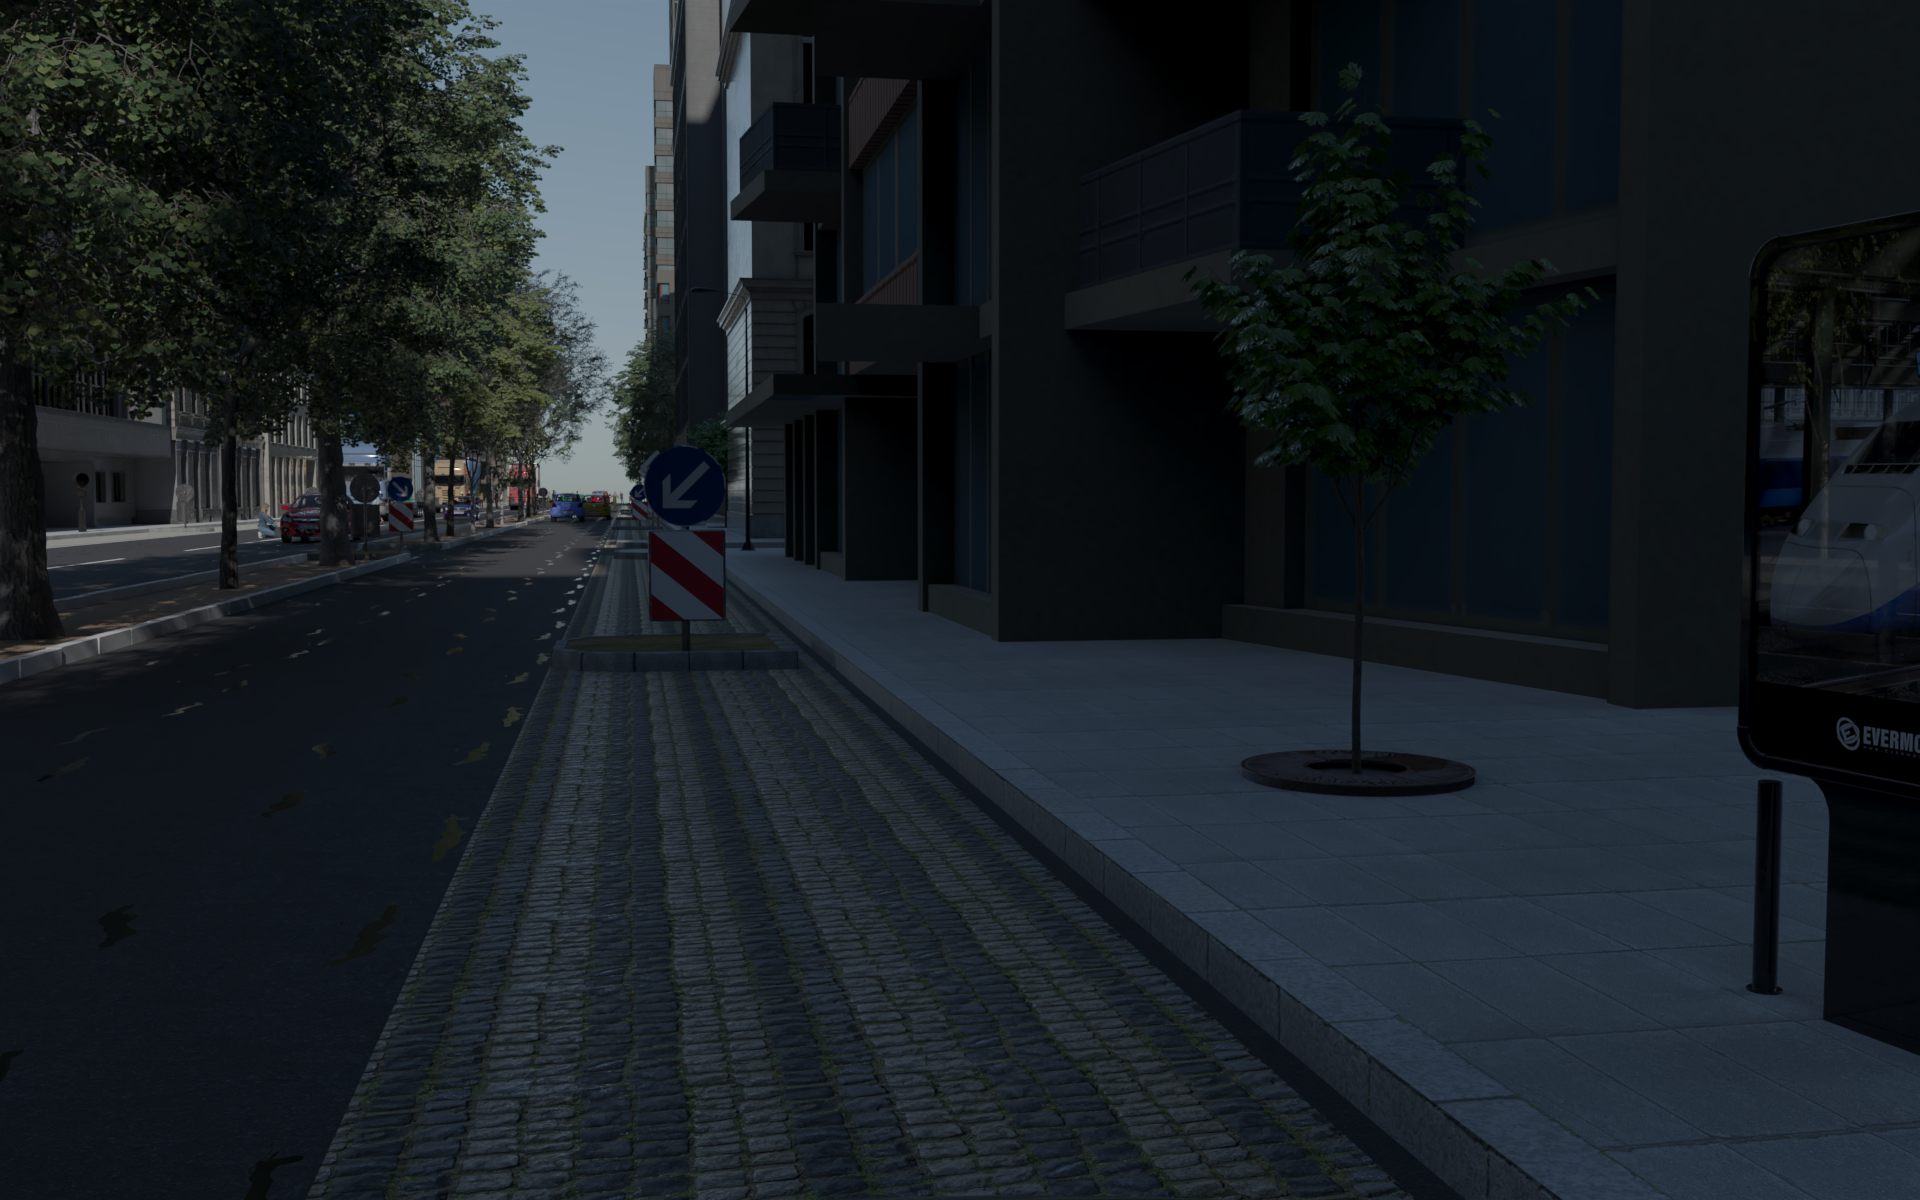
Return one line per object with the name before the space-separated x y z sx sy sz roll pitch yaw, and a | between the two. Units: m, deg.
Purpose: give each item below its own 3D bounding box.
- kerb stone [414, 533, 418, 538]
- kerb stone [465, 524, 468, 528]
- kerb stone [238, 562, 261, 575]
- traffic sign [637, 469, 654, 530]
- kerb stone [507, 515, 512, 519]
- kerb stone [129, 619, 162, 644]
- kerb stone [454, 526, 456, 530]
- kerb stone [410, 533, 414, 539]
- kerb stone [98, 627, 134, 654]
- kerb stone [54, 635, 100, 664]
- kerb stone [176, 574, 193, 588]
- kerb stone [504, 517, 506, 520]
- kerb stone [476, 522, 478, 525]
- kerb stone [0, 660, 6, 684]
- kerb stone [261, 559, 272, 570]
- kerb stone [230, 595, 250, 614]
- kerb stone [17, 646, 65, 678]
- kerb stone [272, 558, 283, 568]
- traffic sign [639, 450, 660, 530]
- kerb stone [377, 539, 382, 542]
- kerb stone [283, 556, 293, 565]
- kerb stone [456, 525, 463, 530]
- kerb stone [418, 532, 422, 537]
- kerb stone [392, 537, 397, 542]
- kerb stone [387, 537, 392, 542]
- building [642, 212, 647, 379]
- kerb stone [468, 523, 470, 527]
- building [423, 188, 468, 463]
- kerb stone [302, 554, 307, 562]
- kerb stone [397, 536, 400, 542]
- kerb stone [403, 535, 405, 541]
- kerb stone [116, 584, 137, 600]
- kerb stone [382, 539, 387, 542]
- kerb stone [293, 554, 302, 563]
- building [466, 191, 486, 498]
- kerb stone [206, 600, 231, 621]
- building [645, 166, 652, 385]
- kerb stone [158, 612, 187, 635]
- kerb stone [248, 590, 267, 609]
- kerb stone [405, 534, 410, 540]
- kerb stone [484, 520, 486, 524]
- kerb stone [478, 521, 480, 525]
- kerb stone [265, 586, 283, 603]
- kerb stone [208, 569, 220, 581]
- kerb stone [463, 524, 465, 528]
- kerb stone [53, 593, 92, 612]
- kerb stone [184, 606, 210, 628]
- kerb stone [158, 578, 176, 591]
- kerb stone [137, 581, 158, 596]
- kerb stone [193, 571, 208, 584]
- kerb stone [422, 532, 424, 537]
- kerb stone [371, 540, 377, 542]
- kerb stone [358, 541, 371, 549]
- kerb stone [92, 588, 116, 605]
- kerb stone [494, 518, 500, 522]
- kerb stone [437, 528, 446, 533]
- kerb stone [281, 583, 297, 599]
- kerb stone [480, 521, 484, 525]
kerb stone | -17.534 -2.026 55.367 0.120 0.150 1.000 -1 4 -11
kerb stone | -20.816 -3.075 72.488 0.120 0.150 1.000 -1 4 -11
kerb stone | -12.998 -0.579 31.663 0.120 0.150 1.000 -1 4 -11
traffic sign | -8.324 -2.646 46.902 0.795 2.450 0.064 -1 4 -11
kerb stone | -26.033 -4.739 99.671 0.120 0.150 1.000 -1 4 -11
kerb stone | -8.037 0.325 16.965 0.120 0.150 1.000 -1 4 -11
kerb stone | -19.855 -2.768 67.459 0.120 0.150 1.000 -1 4 -11
kerb stone | -17.346 -1.967 54.356 0.120 0.150 1.000 -1 4 -11
kerb stone | -7.845 0.382 15.960 0.120 0.150 1.000 -1 4 -11
kerb stone | -7.662 0.443 14.954 0.120 0.150 1.000 -1 4 -11
kerb stone | -12.024 -0.264 26.640 0.120 0.150 1.000 -1 4 -11
kerb stone | -25.065 -4.431 94.643 0.120 0.150 1.000 -1 4 -11
kerb stone | -21.782 -3.383 77.508 0.120 0.150 1.000 -1 4 -11
kerb stone | -7.276 0.566 12.947 0.120 0.150 1.000 -1 4 -11
kerb stone | -13.189 -0.641 32.671 0.120 0.150 1.000 -1 4 -11
kerb stone | -8.808 0.073 21.004 0.120 0.150 1.000 -1 4 -11
kerb stone | -7.460 0.511 13.952 0.120 0.150 1.000 -1 4 -11
kerb stone | -13.387 -0.703 33.690 0.120 0.150 1.000 -1 4 -11
traffic sign | -6.821 -2.166 39.059 0.795 2.450 0.064 -1 4 -11
kerb stone | -15.996 -1.531 47.305 0.120 0.150 1.000 -1 4 -11
kerb stone | -13.580 -0.761 34.694 0.120 0.150 1.000 -1 4 -11
kerb stone | -20.435 -2.948 70.472 0.120 0.150 1.000 -1 4 -11
kerb stone | -17.733 -2.090 56.375 0.120 0.150 1.000 -1 4 -11
kerb stone | -16.571 -1.717 50.324 0.120 0.150 1.000 -1 4 -11
kerb stone | -16.378 -1.656 49.320 0.120 0.150 1.000 -1 4 -11
building | -36.997 -37.300 264.472 22.147 44.769 28.867 -1 4 -11
kerb stone | -21.011 -3.135 73.492 0.120 0.150 1.000 -1 4 -11
building | -66.156 -33.915 204.614 14.600 45.320 14.200 -1 4 -11
kerb stone | -13.961 -0.888 36.711 0.120 0.150 1.000 -1 4 -11
kerb stone | -16.769 -1.782 51.332 0.120 0.150 1.000 -1 4 -11
kerb stone | -16.961 -1.844 52.339 0.120 0.150 1.000 -1 4 -11
kerb stone | -11.454 -0.086 23.610 0.120 0.150 1.000 -1 4 -11
kerb stone | -16.184 -1.597 48.309 0.120 0.150 1.000 -1 4 -11
kerb stone | -13.776 -0.826 35.702 0.120 0.150 1.000 -1 4 -11
building | -73.724 -34.899 225.218 22.147 44.769 28.867 -1 4 -11
kerb stone | -8.624 0.135 19.993 0.120 0.150 1.000 -1 4 -11
building | -32.511 -32.761 219.229 14.154 41.232 14.086 -1 4 -11
kerb stone | -8.234 0.261 17.968 0.120 0.150 1.000 -1 4 -11
kerb stone | -9.007 0.012 22.007 0.120 0.150 1.000 -1 4 -11
kerb stone | -17.152 -1.905 53.353 0.120 0.150 1.000 -1 4 -11
kerb stone | -22.554 -3.625 81.537 0.120 0.150 1.000 -1 4 -11
kerb stone | -21.984 -3.441 78.524 0.120 0.150 1.000 -1 4 -11
kerb stone | -9.196 -0.050 23.012 0.120 0.150 1.000 -1 4 -11
kerb stone | -12.411 -0.395 28.647 0.120 0.150 1.000 -1 4 -11
kerb stone | -20.630 -3.013 71.480 0.120 0.150 1.000 -1 4 -11
kerb stone | -11.074 0.048 21.601 0.120 0.150 1.000 -1 4 -11
kerb stone | -8.428 0.197 18.976 0.120 0.150 1.000 -1 4 -11
kerb stone | -11.838 -0.209 25.634 0.120 0.150 1.000 -1 4 -11
kerb stone | -11.643 -0.148 24.621 0.120 0.150 1.000 -1 4 -11
kerb stone | -12.223 -0.333 27.642 0.120 0.150 1.000 -1 4 -11
kerb stone | -17.926 -2.152 57.385 0.120 0.150 1.000 -1 4 -11
kerb stone | -15.801 -1.465 46.298 0.120 0.150 1.000 -1 4 -11
kerb stone | -15.612 -1.412 45.290 0.120 0.150 1.000 -1 4 -11
kerb stone | -11.261 -0.025 22.606 0.120 0.150 1.000 -1 4 -11
kerb stone | -24.684 -4.308 92.631 0.120 0.150 1.000 -1 4 -11
kerb stone | -19.283 -2.584 64.441 0.120 0.150 1.000 -1 4 -11
kerb stone | -9.392 -0.110 24.016 0.120 0.150 1.000 -1 4 -11
kerb stone | -22.359 -3.568 80.534 0.120 0.150 1.000 -1 4 -11
